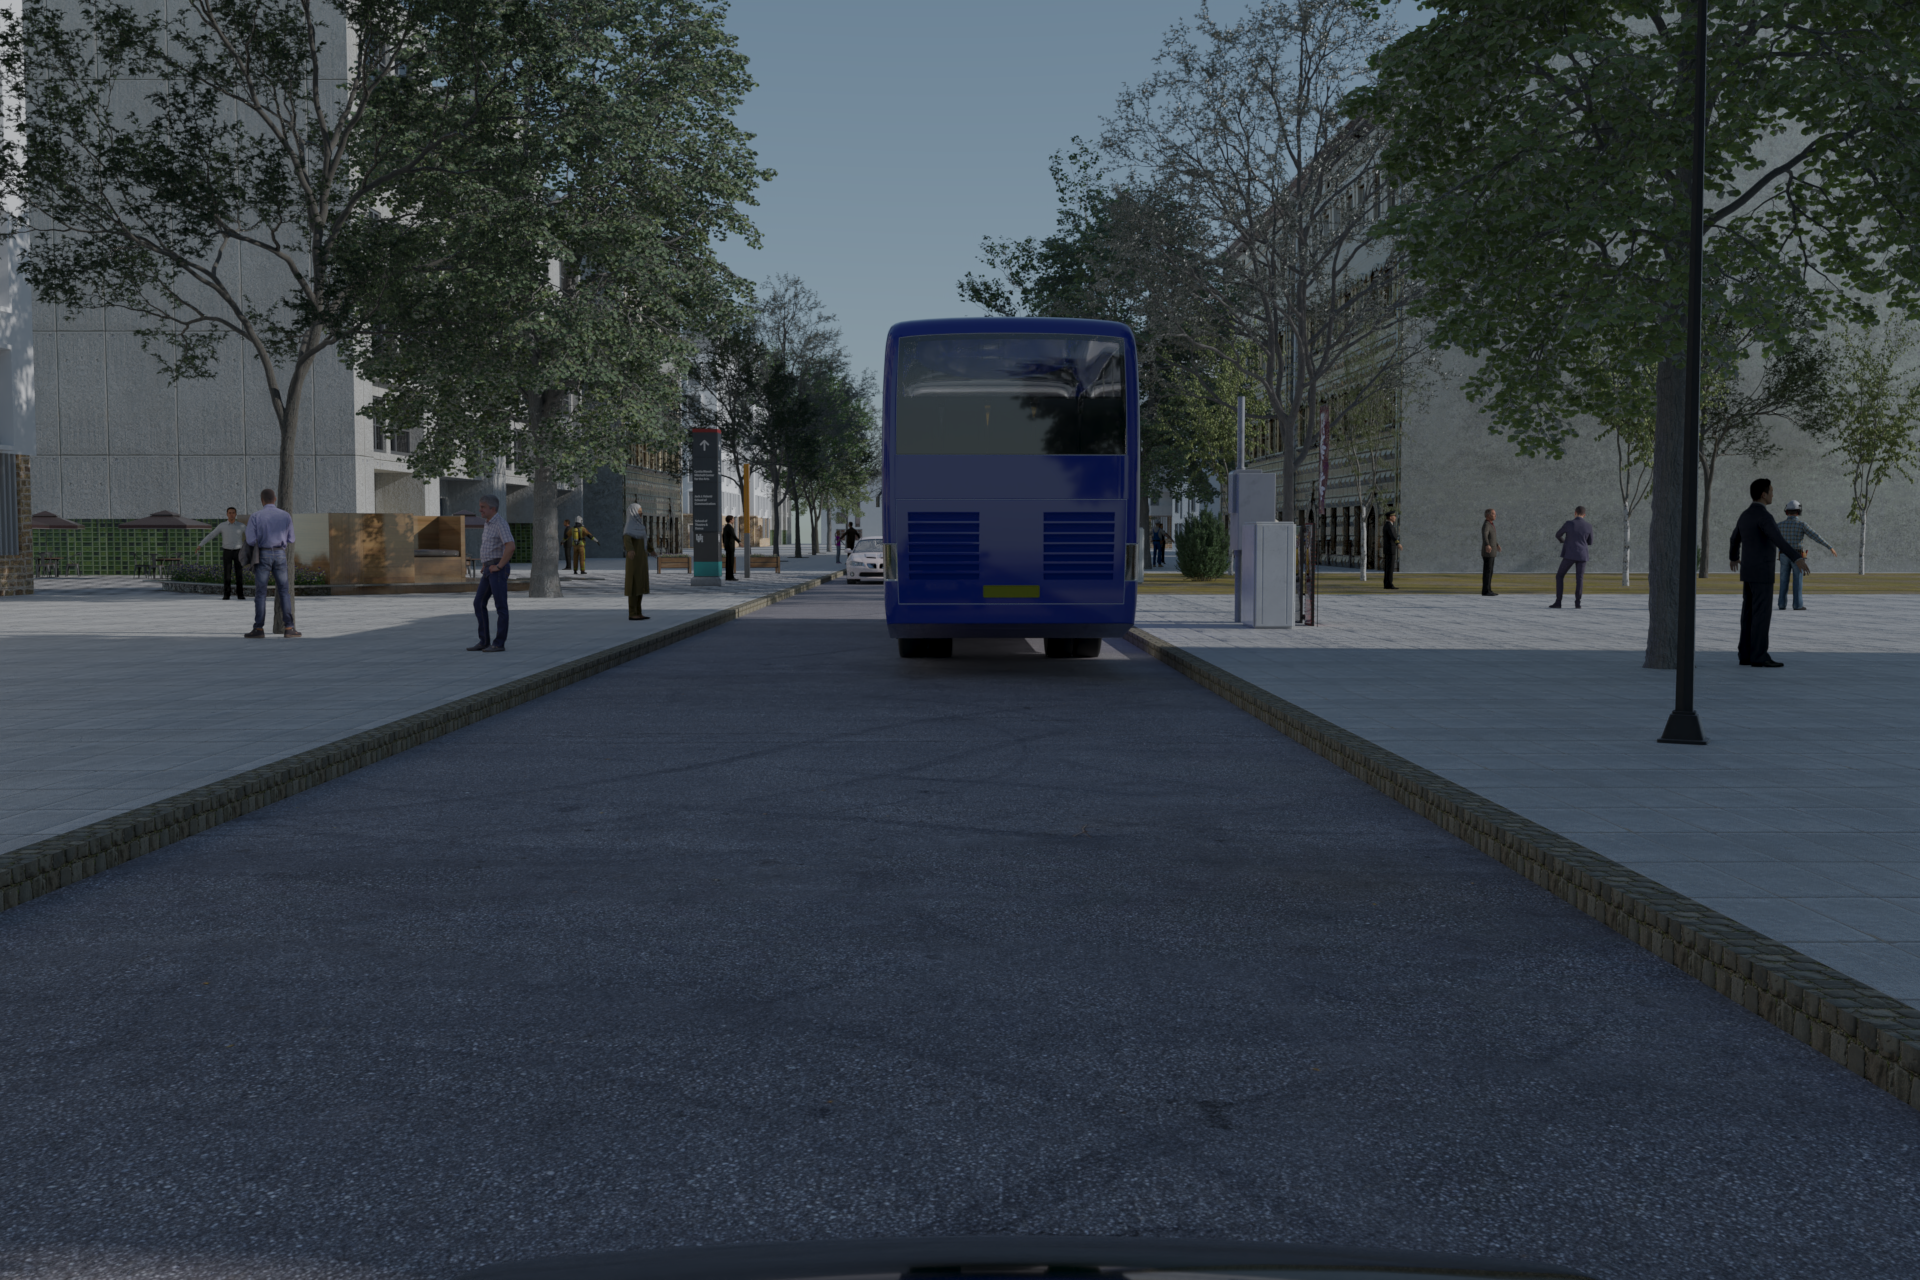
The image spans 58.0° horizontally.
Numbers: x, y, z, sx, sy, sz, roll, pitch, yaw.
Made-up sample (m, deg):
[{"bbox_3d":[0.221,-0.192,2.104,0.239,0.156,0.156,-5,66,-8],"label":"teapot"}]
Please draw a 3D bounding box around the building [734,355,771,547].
[{"bbox_3d":[-25.185,-19.297,171.927,16.016,20.090,11.380,0,4,1],"label":"building"}]

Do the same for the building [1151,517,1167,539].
[{"bbox_3d":[23.172,-14.846,184.885,9.099,9.664,28.070,0,4,-1],"label":"building"}]

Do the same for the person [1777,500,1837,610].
[{"bbox_3d":[14.067,-1.432,29.255,1.345,1.849,0.704,3,5,45],"label":"person"}]

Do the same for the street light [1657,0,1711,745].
[{"bbox_3d":[5.010,-2.322,10.513,1.470,5.913,1.316,0,4,-1],"label":"street light"}]

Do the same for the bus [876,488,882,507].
[{"bbox_3d":[-1.479,-4.501,65.139,2.896,3.916,12.251,0,4,-1],"label":"bus"}]

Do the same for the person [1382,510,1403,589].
[{"bbox_3d":[10.011,-2.097,40.227,0.705,1.837,1.347,0,4,1],"label":"person"}]

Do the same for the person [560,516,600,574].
[{"bbox_3d":[-12.174,-3.035,55.385,1.354,1.858,0.705,1,4,11],"label":"person"}]

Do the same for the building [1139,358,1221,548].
[{"bbox_3d":[21.816,-18.958,166.389,16.016,20.090,11.380,0,3,0],"label":"building"}]

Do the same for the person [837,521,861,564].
[{"bbox_3d":[-4.625,-4.091,73.027,0.704,1.812,1.346,3,5,44],"label":"person"}]

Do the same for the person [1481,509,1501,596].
[{"bbox_3d":[10.991,-1.817,35.891,0.705,1.807,1.348,2,4,26],"label":"person"}]

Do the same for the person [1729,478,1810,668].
[{"bbox_3d":[7.768,-0.657,16.789,0.704,1.823,1.345,0,4,-4],"label":"person"}]

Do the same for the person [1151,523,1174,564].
[{"bbox_3d":[8.641,-4.111,73.933,1.216,1.740,0.721,-2,4,-30],"label":"person"}]

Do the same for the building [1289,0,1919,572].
[{"bbox_3d":[23.894,-14.409,66.510,19.493,23.208,18.063,0,3,0],"label":"building"}]

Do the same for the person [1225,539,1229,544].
[{"bbox_3d":[9.907,-3.333,60.758,1.348,1.796,0.705,2,4,31],"label":"person"}]

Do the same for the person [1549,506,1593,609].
[{"bbox_3d":[10.572,-1.436,29.974,0.683,1.767,0.568,0,4,5],"label":"person"}]

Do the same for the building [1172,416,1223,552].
[{"bbox_3d":[20.272,-10.559,114.784,9.099,9.664,28.070,0,4,0],"label":"building"}]

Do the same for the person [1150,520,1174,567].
[{"bbox_3d":[7.704,-3.769,67.475,1.347,1.847,0.705,2,4,34],"label":"person"}]

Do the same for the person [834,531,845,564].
[{"bbox_3d":[-5.245,-4.050,75.477,0.599,1.433,0.991,1,4,20],"label":"person"}]

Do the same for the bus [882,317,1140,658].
[{"bbox_3d":[0.419,-1.918,22.913,2.896,3.916,12.251,0,4,-1],"label":"bus"}]

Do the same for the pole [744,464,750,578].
[{"bbox_3d":[-6.189,-3.453,50.294,0.158,3.312,0.155,0,3,0],"label":"pole"}]

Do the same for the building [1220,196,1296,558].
[{"bbox_3d":[23.836,-15.637,86.598,19.493,23.208,18.063,0,4,-1],"label":"building"}]

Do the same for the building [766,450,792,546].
[{"bbox_3d":[-29.336,-20.583,202.987,16.747,18.905,31.486,0,4,-1],"label":"building"}]

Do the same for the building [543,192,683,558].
[{"bbox_3d":[-26.991,-16.490,100.542,19.493,23.208,18.063,0,4,0],"label":"building"}]

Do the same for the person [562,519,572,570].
[{"bbox_3d":[-14.033,-3.400,61.807,0.704,1.802,1.346,0,4,-3],"label":"person"}]

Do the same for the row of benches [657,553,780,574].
[{"bbox_3d":[-7.929,-2.496,56.275,4.104,0.672,1.422,-1,4,-15],"label":"row of benches"}]

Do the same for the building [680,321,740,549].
[{"bbox_3d":[-26.187,-18.252,154.846,16.016,20.090,11.380,0,4,-1],"label":"building"}]

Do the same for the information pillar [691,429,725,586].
[{"bbox_3d":[-6.256,-3.273,42.891,0.750,3.857,0.750,0,4,0],"label":"information pillar"}]

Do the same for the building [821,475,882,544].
[{"bbox_3d":[-4.098,-17.585,232.113,28.070,9.664,9.099,0,4,7],"label":"building"}]

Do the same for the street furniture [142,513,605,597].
[{"bbox_3d":[-14.956,-2.027,40.002,11.010,1.723,9.812,-3,5,-43],"label":"street furniture"}]

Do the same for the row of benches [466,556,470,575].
[{"bbox_3d":[-15.780,-2.348,53.854,1.422,0.672,4.104,-1,4,-9],"label":"row of benches"}]

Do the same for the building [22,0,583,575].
[{"bbox_3d":[-26.941,-12.378,68.830,16.747,18.905,31.486,0,4,0],"label":"building"}]

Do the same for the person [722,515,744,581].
[{"bbox_3d":[-6.310,-2.540,47.709,0.705,1.806,1.347,-2,4,-29],"label":"person"}]
